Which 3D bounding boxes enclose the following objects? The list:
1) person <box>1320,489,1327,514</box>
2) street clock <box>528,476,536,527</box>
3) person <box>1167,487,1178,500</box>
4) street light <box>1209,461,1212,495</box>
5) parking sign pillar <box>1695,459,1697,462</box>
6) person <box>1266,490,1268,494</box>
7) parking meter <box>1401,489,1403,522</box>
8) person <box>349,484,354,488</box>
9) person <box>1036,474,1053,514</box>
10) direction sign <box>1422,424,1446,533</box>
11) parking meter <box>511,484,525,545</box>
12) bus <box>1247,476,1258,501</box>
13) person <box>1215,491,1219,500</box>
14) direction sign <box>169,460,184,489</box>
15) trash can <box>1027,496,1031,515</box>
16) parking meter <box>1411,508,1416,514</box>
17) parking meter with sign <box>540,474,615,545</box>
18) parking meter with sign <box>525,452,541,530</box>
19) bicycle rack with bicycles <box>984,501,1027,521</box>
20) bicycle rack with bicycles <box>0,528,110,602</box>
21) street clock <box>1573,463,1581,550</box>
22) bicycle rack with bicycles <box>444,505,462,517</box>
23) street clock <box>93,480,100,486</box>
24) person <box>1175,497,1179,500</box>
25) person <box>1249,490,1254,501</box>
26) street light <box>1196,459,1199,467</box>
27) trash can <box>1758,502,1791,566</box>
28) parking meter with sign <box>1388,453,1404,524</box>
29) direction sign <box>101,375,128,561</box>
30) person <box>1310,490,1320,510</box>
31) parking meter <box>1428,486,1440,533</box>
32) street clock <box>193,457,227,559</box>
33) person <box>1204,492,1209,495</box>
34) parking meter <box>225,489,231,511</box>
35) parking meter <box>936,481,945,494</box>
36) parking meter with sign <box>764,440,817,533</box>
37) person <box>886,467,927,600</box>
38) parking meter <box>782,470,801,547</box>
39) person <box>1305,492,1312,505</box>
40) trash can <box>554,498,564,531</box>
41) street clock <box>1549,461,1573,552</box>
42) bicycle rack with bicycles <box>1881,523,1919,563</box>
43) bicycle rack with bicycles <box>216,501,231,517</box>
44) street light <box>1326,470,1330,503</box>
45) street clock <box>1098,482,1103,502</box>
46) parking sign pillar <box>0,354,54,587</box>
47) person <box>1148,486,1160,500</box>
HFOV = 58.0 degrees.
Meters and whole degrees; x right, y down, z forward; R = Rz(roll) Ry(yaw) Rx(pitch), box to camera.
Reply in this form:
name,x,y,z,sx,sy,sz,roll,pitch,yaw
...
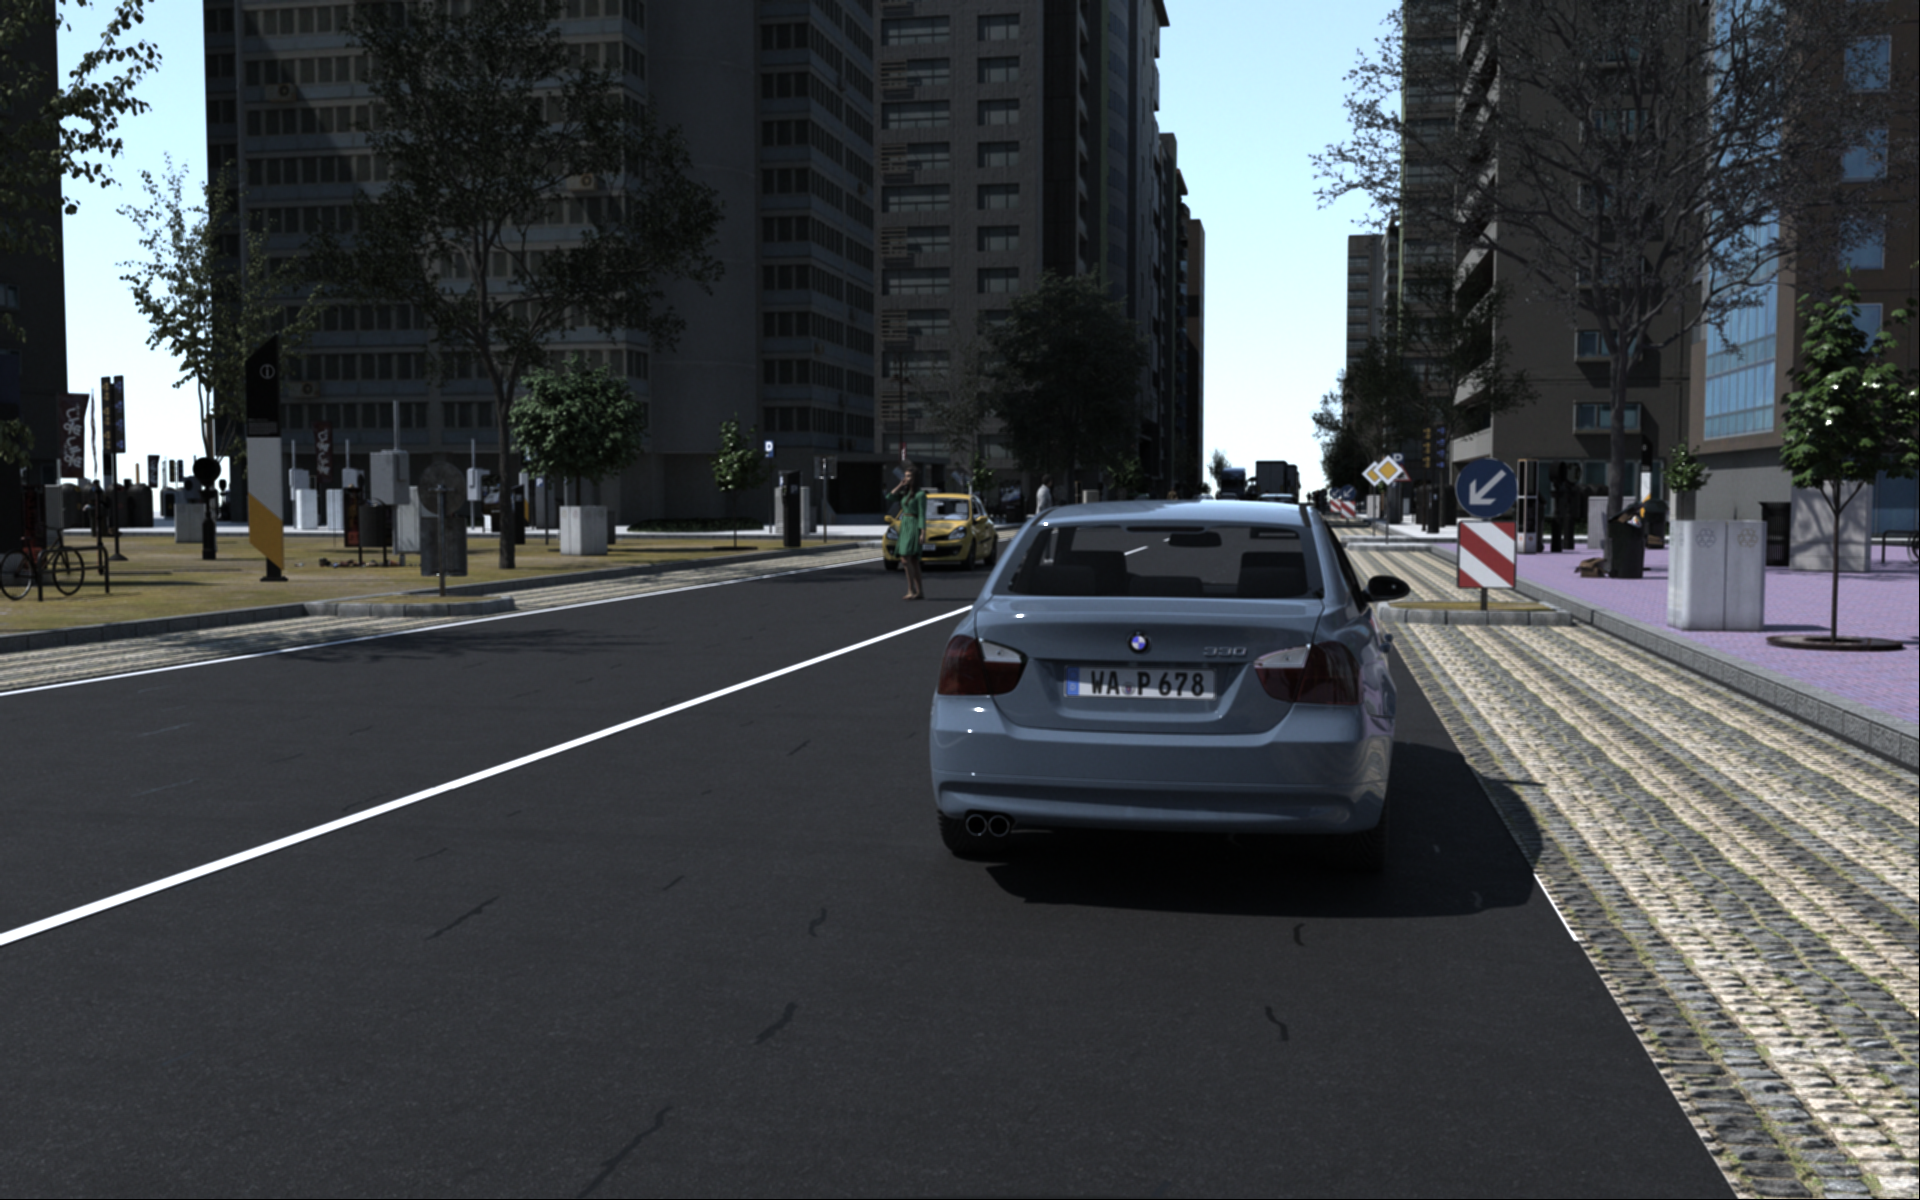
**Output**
name,x,y,z,sx,sy,sz,roll,pitch,yaw
person,26.095,-7.070,124.289,0.583,1.804,0.606,1,4,19
street clock,-16.821,-3.893,68.227,0.471,2.002,0.358,-2,4,-28
person,12.491,-5.679,101.268,0.656,1.842,0.836,-1,4,-22
street light,35.221,-16.567,243.658,0.468,5.910,1.993,1,4,11
parking sign pillar,29.874,-4.916,68.848,1.447,3.967,1.447,1,4,18
person,23.592,-7.558,132.788,1.217,1.736,0.721,3,5,44
parking meter,20.539,-4.442,81.044,0.372,1.533,0.369,0,3,0
person,-18.470,-2.689,53.130,0.598,1.740,0.731,0,4,-3
person,1.671,-1.696,36.068,0.795,1.843,0.661,0,4,3
direction sign,15.415,-3.940,56.415,0.379,3.537,0.876,-3,5,-40
parking meter,-11.270,-2.181,44.072,0.372,1.533,0.369,0,3,0
bus,41.960,-15.435,243.906,2.896,3.916,12.252,1,4,13
person,32.786,-12.978,220.693,0.705,1.824,1.348,-1,4,-16
direction sign,-51.697,-7.481,114.316,0.876,3.537,0.379,0,4,-6
trash can,3.904,-5.700,104.853,0.748,1.137,0.748,0,3,0
parking meter,29.007,-6.409,110.504,0.255,1.863,0.399,3,5,45
parking meter with sign,-9.650,-2.914,43.898,1.738,3.016,0.543,-1,4,-22
parking meter with sign,-15.073,-4.082,63.001,0.543,3.016,1.738,1,4,20
bicycle rack with bicycles,1.751,-4.327,84.126,2.925,0.926,2.852,-2,4,-29
bicycle rack with bicycles,-12.011,-0.485,21.319,2.852,0.926,2.925,0,4,-1
street clock,14.020,-2.158,39.854,0.471,2.002,0.358,-2,4,-24
bicycle rack with bicycles,-17.977,-2.762,58.546,2.852,0.926,2.925,0,4,3
street clock,-47.058,-5.487,94.280,0.358,2.002,0.471,-2,4,-28
person,8.347,-3.298,66.695,0.640,1.303,0.475,3,5,44
person,26.030,-8.954,154.902,0.705,1.822,1.348,1,4,21
street light,28.967,-14.615,211.746,0.468,5.910,1.993,1,4,11
trash can,14.631,-1.177,30.898,0.748,1.137,0.748,0,3,0
parking meter with sign,18.587,-4.756,74.024,0.543,3.016,1.738,0,4,8
direction sign,-16.264,-2.528,33.324,0.876,3.537,0.379,3,5,39
person,26.443,-7.311,128.554,1.217,1.766,0.721,-2,4,-30
parking meter,15.663,-2.988,57.266,0.372,1.533,0.369,0,3,0
street clock,-14.800,-1.805,34.083,0.471,2.002,0.358,0,4,-2
person,28.583,-11.711,200.782,0.742,1.727,0.445,2,4,27
parking meter,-39.673,-5.232,93.956,0.372,1.533,0.369,0,3,0
parking meter,-0.896,-4.468,78.766,0.399,1.863,0.255,1,4,18
parking meter with sign,-5.537,-3.711,56.933,1.738,3.016,0.543,-3,5,-39
person,-0.632,-0.896,23.395,0.600,1.795,0.529,3,5,39
parking meter,-4.063,-2.204,41.746,0.399,1.863,0.255,-2,4,-31
person,44.363,-12.947,220.712,0.750,1.759,0.617,-3,4,-36
trash can,-13.906,-3.018,60.995,0.748,1.137,0.748,0,3,0
street clock,13.174,-2.057,38.196,0.358,2.002,0.471,3,5,43
bicycle rack with bicycles,18.316,-1.120,31.693,2.852,0.926,2.925,0,4,-5
bicycle rack with bicycles,-39.331,-4.782,91.572,2.925,0.926,2.852,-2,4,-25
street light,59.689,-18.895,281.720,0.468,5.910,1.993,1,4,11
street clock,8.644,-6.240,106.595,0.358,2.002,0.471,1,4,22
parking sign pillar,-13.632,-2.198,24.404,1.447,3.967,1.447,-3,5,-40
person,9.656,-4.832,87.493,0.794,1.824,0.713,-2,4,-27
